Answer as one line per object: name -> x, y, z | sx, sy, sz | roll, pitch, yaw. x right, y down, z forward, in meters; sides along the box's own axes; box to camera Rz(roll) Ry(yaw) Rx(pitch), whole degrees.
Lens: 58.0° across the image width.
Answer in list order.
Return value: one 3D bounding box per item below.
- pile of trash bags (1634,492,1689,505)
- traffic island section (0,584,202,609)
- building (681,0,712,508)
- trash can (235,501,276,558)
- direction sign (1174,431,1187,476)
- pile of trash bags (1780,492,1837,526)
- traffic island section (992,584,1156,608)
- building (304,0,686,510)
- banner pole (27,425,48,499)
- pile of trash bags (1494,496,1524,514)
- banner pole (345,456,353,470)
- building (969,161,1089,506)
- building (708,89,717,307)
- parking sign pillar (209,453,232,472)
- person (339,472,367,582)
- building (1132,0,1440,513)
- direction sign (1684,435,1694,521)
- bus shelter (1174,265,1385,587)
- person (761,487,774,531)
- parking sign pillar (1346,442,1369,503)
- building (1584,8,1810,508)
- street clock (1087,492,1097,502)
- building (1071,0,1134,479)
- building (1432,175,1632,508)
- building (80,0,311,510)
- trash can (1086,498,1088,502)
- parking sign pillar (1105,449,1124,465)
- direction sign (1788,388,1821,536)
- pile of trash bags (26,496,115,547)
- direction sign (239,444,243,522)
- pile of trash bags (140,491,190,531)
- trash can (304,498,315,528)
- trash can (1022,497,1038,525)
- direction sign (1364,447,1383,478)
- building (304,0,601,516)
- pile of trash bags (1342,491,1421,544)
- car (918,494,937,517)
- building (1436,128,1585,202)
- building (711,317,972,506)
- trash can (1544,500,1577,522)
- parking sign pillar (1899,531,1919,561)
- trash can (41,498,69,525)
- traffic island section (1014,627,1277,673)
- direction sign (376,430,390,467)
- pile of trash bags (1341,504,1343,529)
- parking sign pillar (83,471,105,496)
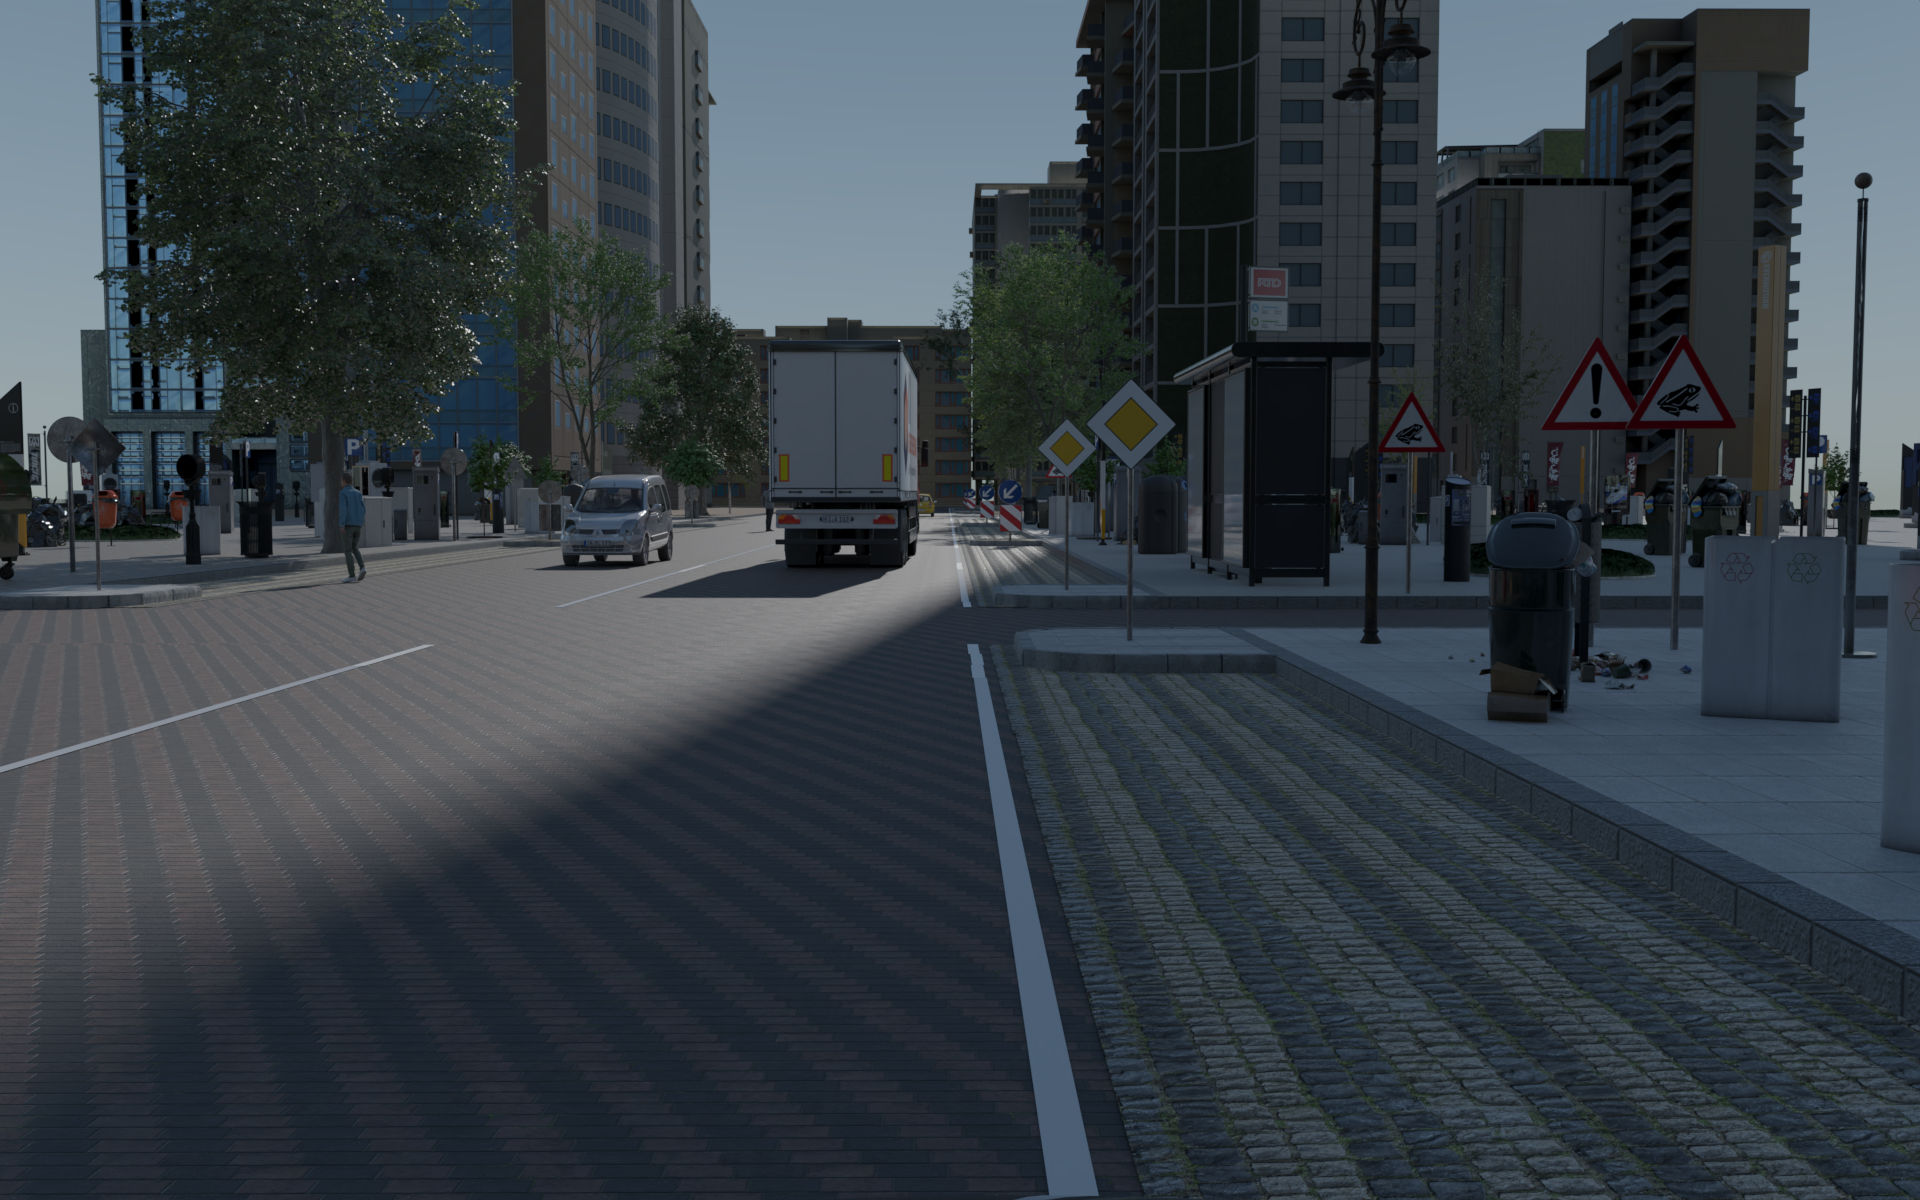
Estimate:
pile of trash bags -> 38.738, -5.214, 94.998 | 3.447, 1.369, 1.912 | 1, 4, 13
traffic island section -> -11.494, -0.049, 23.080 | 2.009, 0.180, 2.903 | 0, 4, 0
building -> -34.358, -32.499, 155.062 | 21.600, 48.544, 21.300 | 0, 4, 0
trash can -> -14.088, -1.408, 34.668 | 0.748, 1.137, 0.748 | 0, 3, 0
direction sign -> 8.116, -4.302, 62.341 | 0.876, 3.537, 0.379 | 0, 4, -2
pile of trash bags -> 34.631, -3.755, 71.145 | 1.912, 1.369, 3.447 | 3, 4, 36
traffic island section -> 1.447, -0.055, 23.173 | 2.009, 0.180, 2.903 | 0, 4, 0
building -> -32.902, -35.754, 126.578 | 21.231, 58.520, 28.212 | 0, 4, 0
banner pole -> -33.452, -4.461, 62.954 | 0.401, 3.779, 0.863 | 3, 4, 36
pile of trash bags -> 28.298, -4.940, 90.514 | 3.447, 1.369, 1.912 | 3, 4, 37
banner pole -> -31.833, -6.120, 90.077 | 0.863, 3.779, 0.401 | -2, 4, -23
building -> 13.150, -31.379, 204.932 | 23.993, 40.220, 32.217 | 0, 4, 0
building -> -41.748, -37.526, 202.792 | 27.495, 52.752, 28.713 | 0, 4, 0
parking sign pillar -> -40.344, -6.486, 94.519 | 1.447, 3.967, 1.447 | 2, 4, 26
person -> -9.887, -1.182, 28.173 | 0.444, 1.785, 0.601 | 2, 4, 32
building -> 21.723, -42.040, 125.607 | 20.563, 71.187, 20.611 | 0, 4, 0
direction sign -> 28.172, -4.589, 67.019 | 0.379, 3.537, 0.876 | 0, 4, 3
bus shelter -> 4.761, -3.088, 28.129 | 2.179, 5.291, 8.768 | 0, 4, -1
person -> -7.316, -3.541, 66.579 | 0.592, 1.802, 0.473 | 3, 5, 41
parking sign pillar -> 20.445, -6.128, 88.670 | 1.447, 3.967, 1.447 | 3, 5, 40
building -> 66.547, -31.102, 158.627 | 14.200, 45.320, 14.600 | 0, 4, 0
street clock -> 4.299, -3.167, 56.350 | 0.358, 2.002, 0.471 | -3, 4, -37
building -> 21.449, -30.366, 151.104 | 22.147, 44.769, 28.867 | 0, 4, 0
building -> 52.383, -23.778, 160.469 | 14.107, 30.474, 14.160 | 0, 4, 0
building -> -60.685, -51.347, 152.187 | 31.000, 86.520, 22.319 | 0, 4, 0
trash can -> 5.077, -3.268, 65.078 | 0.748, 1.137, 0.748 | 0, 3, 0
parking sign pillar -> 8.132, -6.151, 89.049 | 1.447, 3.967, 1.447 | -1, 4, -9
direction sign -> 18.197, -2.776, 37.378 | 0.379, 3.537, 0.876 | -1, 4, -16
pile of trash bags -> -22.317, -1.997, 42.396 | 3.447, 1.369, 1.912 | 0, 4, -1
direction sign -> -32.465, -5.278, 78.293 | 0.379, 3.537, 0.876 | -2, 4, -28
pile of trash bags -> -25.686, -2.682, 53.596 | 3.447, 1.369, 1.912 | -3, 4, -36
trash can -> -24.203, -3.256, 64.893 | 0.748, 1.137, 0.748 | 0, 3, 0
trash can -> 2.971, -3.726, 72.568 | 0.748, 1.137, 0.748 | 0, 3, 0
direction sign -> 19.783, -5.556, 82.842 | 0.876, 3.537, 0.379 | 2, 4, 27
building -> -30.412, -27.846, 105.392 | 14.600, 45.320, 14.200 | 0, 4, 0
pile of trash bags -> 11.295, -2.230, 46.207 | 1.912, 1.369, 3.447 | 1, 4, 14
car -> -2.469, -6.086, 109.724 | 2.015, 1.641, 3.980 | 0, 4, 0
building -> 61.874, -31.395, 196.900 | 14.086, 41.232, 14.154 | 0, 4, 0
building -> -13.283, -21.941, 203.777 | 28.899, 21.520, 27.650 | 0, 4, 0
trash can -> 14.369, -1.826, 41.505 | 0.748, 1.137, 0.748 | 0, 3, 0
parking sign pillar -> 19.067, -2.756, 33.526 | 1.447, 3.967, 1.447 | 0, 4, 7
trash can -> -26.228, -2.369, 50.385 | 0.748, 1.137, 0.748 | 0, 3, 0
traffic island section -> 1.507, 0.434, 15.188 | 2.009, 0.180, 2.903 | 0, 4, 0
direction sign -> -19.855, -4.130, 59.515 | 0.379, 3.537, 0.876 | -3, 4, -37
pile of trash bags -> 12.482, -2.878, 56.809 | 1.912, 1.369, 3.447 | 2, 4, 28
parking sign pillar -> -48.521, -6.641, 97.046 | 1.447, 3.967, 1.447 | 2, 4, 24
